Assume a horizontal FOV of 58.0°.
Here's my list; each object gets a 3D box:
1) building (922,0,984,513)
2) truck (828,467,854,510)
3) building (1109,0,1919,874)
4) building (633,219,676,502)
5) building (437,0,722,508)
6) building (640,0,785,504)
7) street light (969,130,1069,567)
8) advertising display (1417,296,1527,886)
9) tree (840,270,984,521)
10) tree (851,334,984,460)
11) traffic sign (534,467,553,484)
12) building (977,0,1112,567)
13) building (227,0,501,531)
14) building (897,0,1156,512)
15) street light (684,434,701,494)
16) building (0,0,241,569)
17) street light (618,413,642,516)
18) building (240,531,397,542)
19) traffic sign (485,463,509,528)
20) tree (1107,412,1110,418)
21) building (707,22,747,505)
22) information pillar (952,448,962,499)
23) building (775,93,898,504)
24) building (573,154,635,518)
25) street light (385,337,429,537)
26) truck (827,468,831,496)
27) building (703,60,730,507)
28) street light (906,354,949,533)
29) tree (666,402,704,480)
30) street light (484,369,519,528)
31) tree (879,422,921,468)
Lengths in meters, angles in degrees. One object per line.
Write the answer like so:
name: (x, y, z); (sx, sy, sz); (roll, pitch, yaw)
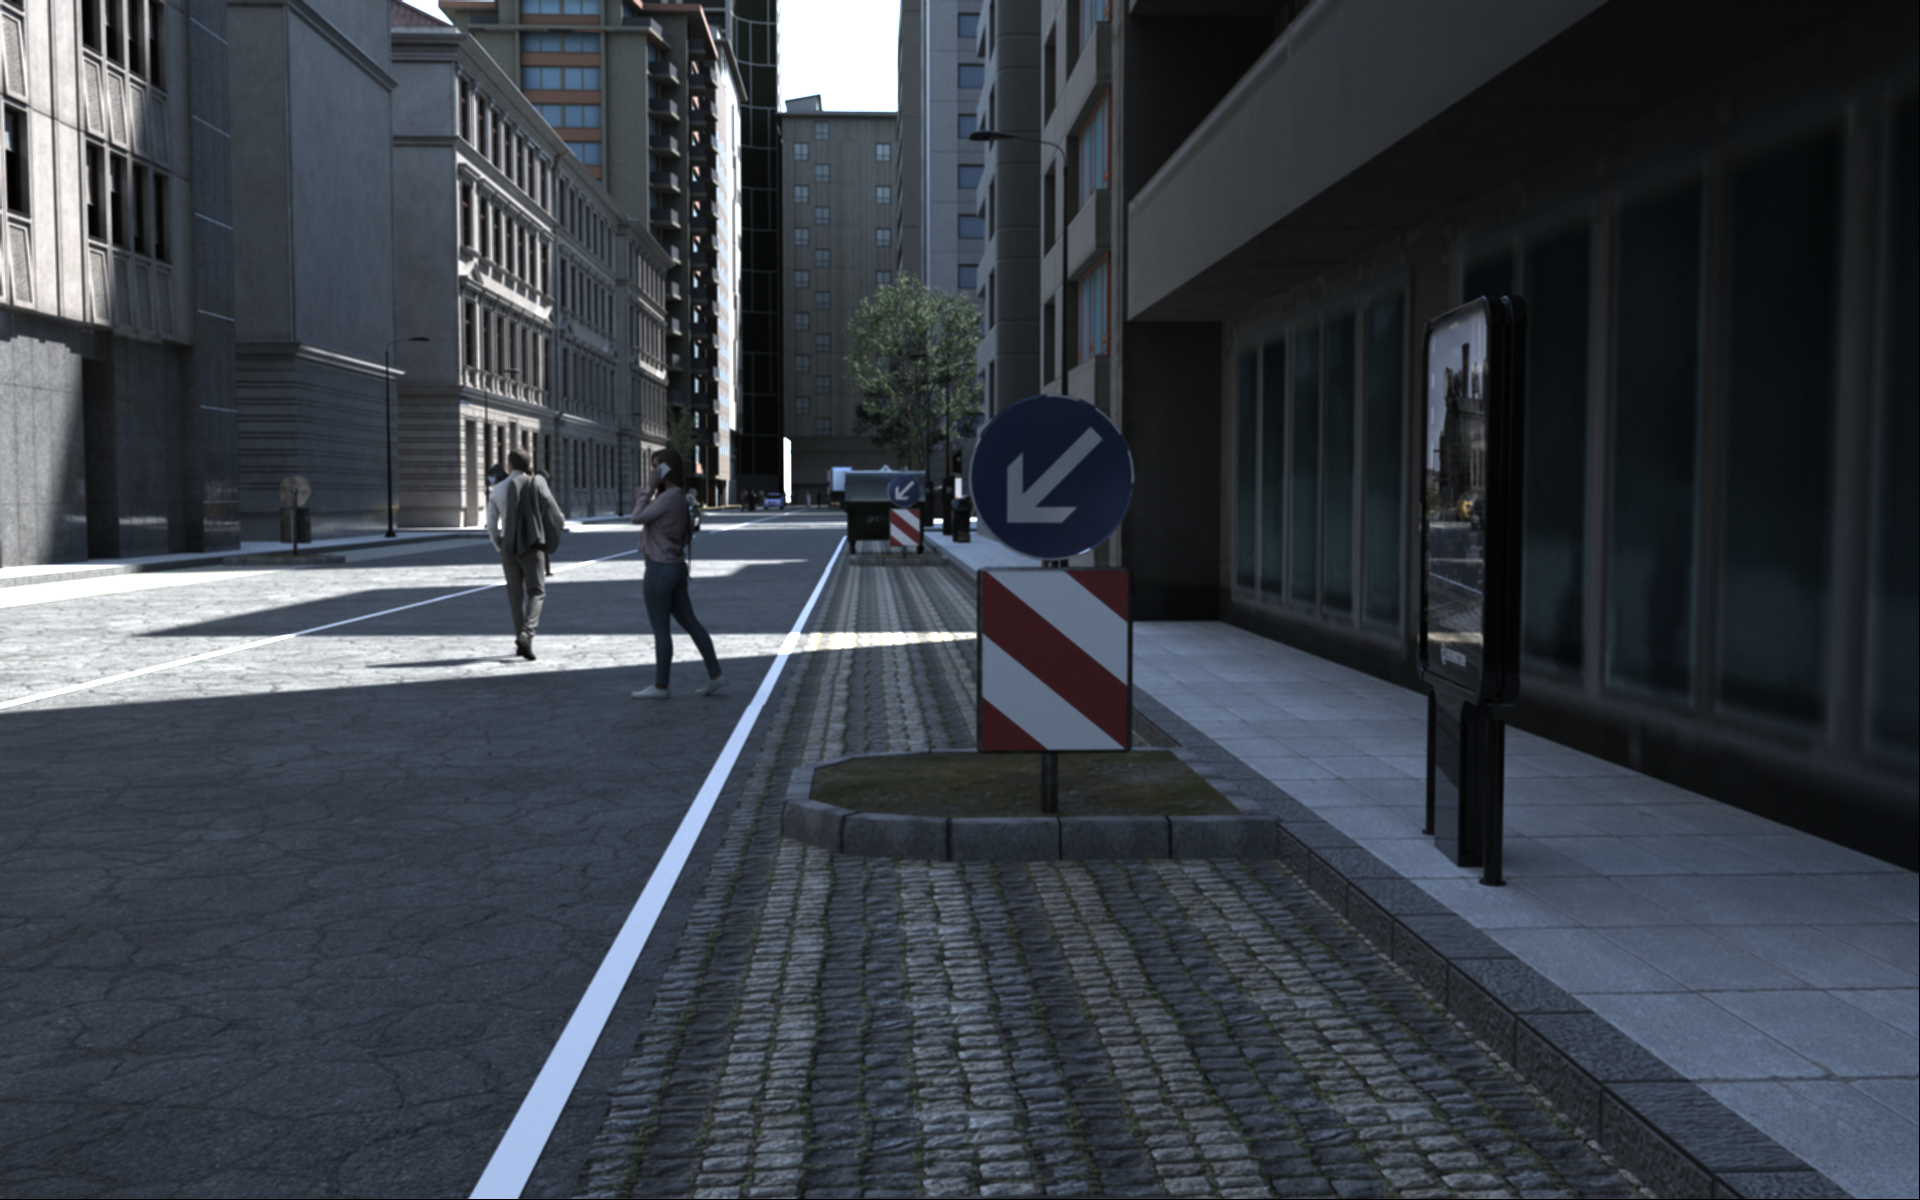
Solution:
building: (7.871, -35.279, 118.807); (21.231, 58.520, 28.212); (0, 4, -3)
truck: (-11.253, -10.769, 165.824); (2.967, 4.110, 18.799); (0, 4, -4)
building: (12.767, -23.439, 6.926); (21.300, 48.544, 21.600); (0, 4, -3)
building: (-26.085, -17.160, 116.724); (11.583, 22.565, 21.152); (0, 4, -3)
building: (-33.000, -30.499, 153.289); (22.147, 44.769, 28.867); (0, 4, -3)
building: (-34.380, -48.500, 231.231); (20.611, 71.187, 20.563); (0, 4, -3)
street light: (0.814, -3.044, 22.313); (1.470, 5.913, 1.316); (0, 4, -3)
advertising display: (1.773, -0.053, 6.073); (0.123, 1.923, 0.974); (0, 4, 3)
tree: (-1.882, -9.541, 81.745); (9.928, 11.665, 9.643); (0, 3, 0)
tree: (-2.365, -10.091, 99.401); (8.767, 10.594, 7.601); (1, 4, 10)
traffic sign: (-15.612, -3.740, 64.795); (0.795, 2.450, 0.064); (0, 4, -3)
building: (15.103, -11.992, 41.108); (27.650, 21.520, 28.899); (0, 4, -3)
building: (-24.276, -14.545, 73.974); (11.583, 22.565, 21.152); (0, 4, -3)
building: (5.133, -32.674, 157.916); (21.300, 48.544, 21.600); (0, 4, -3)
street light: (-20.773, -9.885, 134.167); (1.470, 5.913, 1.316); (0, 4, -3)
building: (-22.042, -12.899, 28.918); (12.078, 24.808, 19.932); (0, 4, -3)
street light: (-18.923, -7.752, 99.293); (1.470, 5.913, 1.316); (0, 4, -3)
building: (-27.860, -13.108, 50.475); (21.152, 22.565, 11.583); (0, 4, -3)
traffic sign: (-15.189, -3.253, 56.821); (0.795, 2.450, 0.064); (0, 4, -3)
tree: (2.772, -1.724, 22.795); (1.663, 3.219, 1.824); (0, 3, 0)
building: (-39.209, -37.359, 200.066); (27.495, 52.752, 28.713); (0, 4, -3)
information pillar: (-0.139, -5.967, 88.919); (0.504, 3.616, 0.183); (0, 4, -6)
building: (-10.573, -39.621, 237.045); (27.495, 52.752, 28.713); (0, 4, -3)
building: (-25.399, -15.835, 95.056); (11.583, 22.565, 21.152); (0, 4, -3)
street light: (-16.368, -4.815, 51.267); (1.470, 5.913, 1.316); (0, 4, -3)
truck: (-13.303, -12.415, 191.896); (2.839, 4.237, 11.283); (0, 4, -3)
building: (-30.933, -32.129, 175.427); (14.600, 45.320, 14.200); (0, 4, -3)
street light: (-0.953, -5.197, 57.504); (1.470, 5.913, 1.316); (0, 4, -3)
tree: (-22.413, -11.451, 137.582); (4.737, 8.622, 4.395); (0, 3, 0)
street light: (-17.085, -5.627, 64.535); (1.470, 5.913, 1.316); (0, 4, -3)
tree: (-4.723, -11.916, 145.185); (4.737, 8.622, 4.395); (0, 3, 0)
